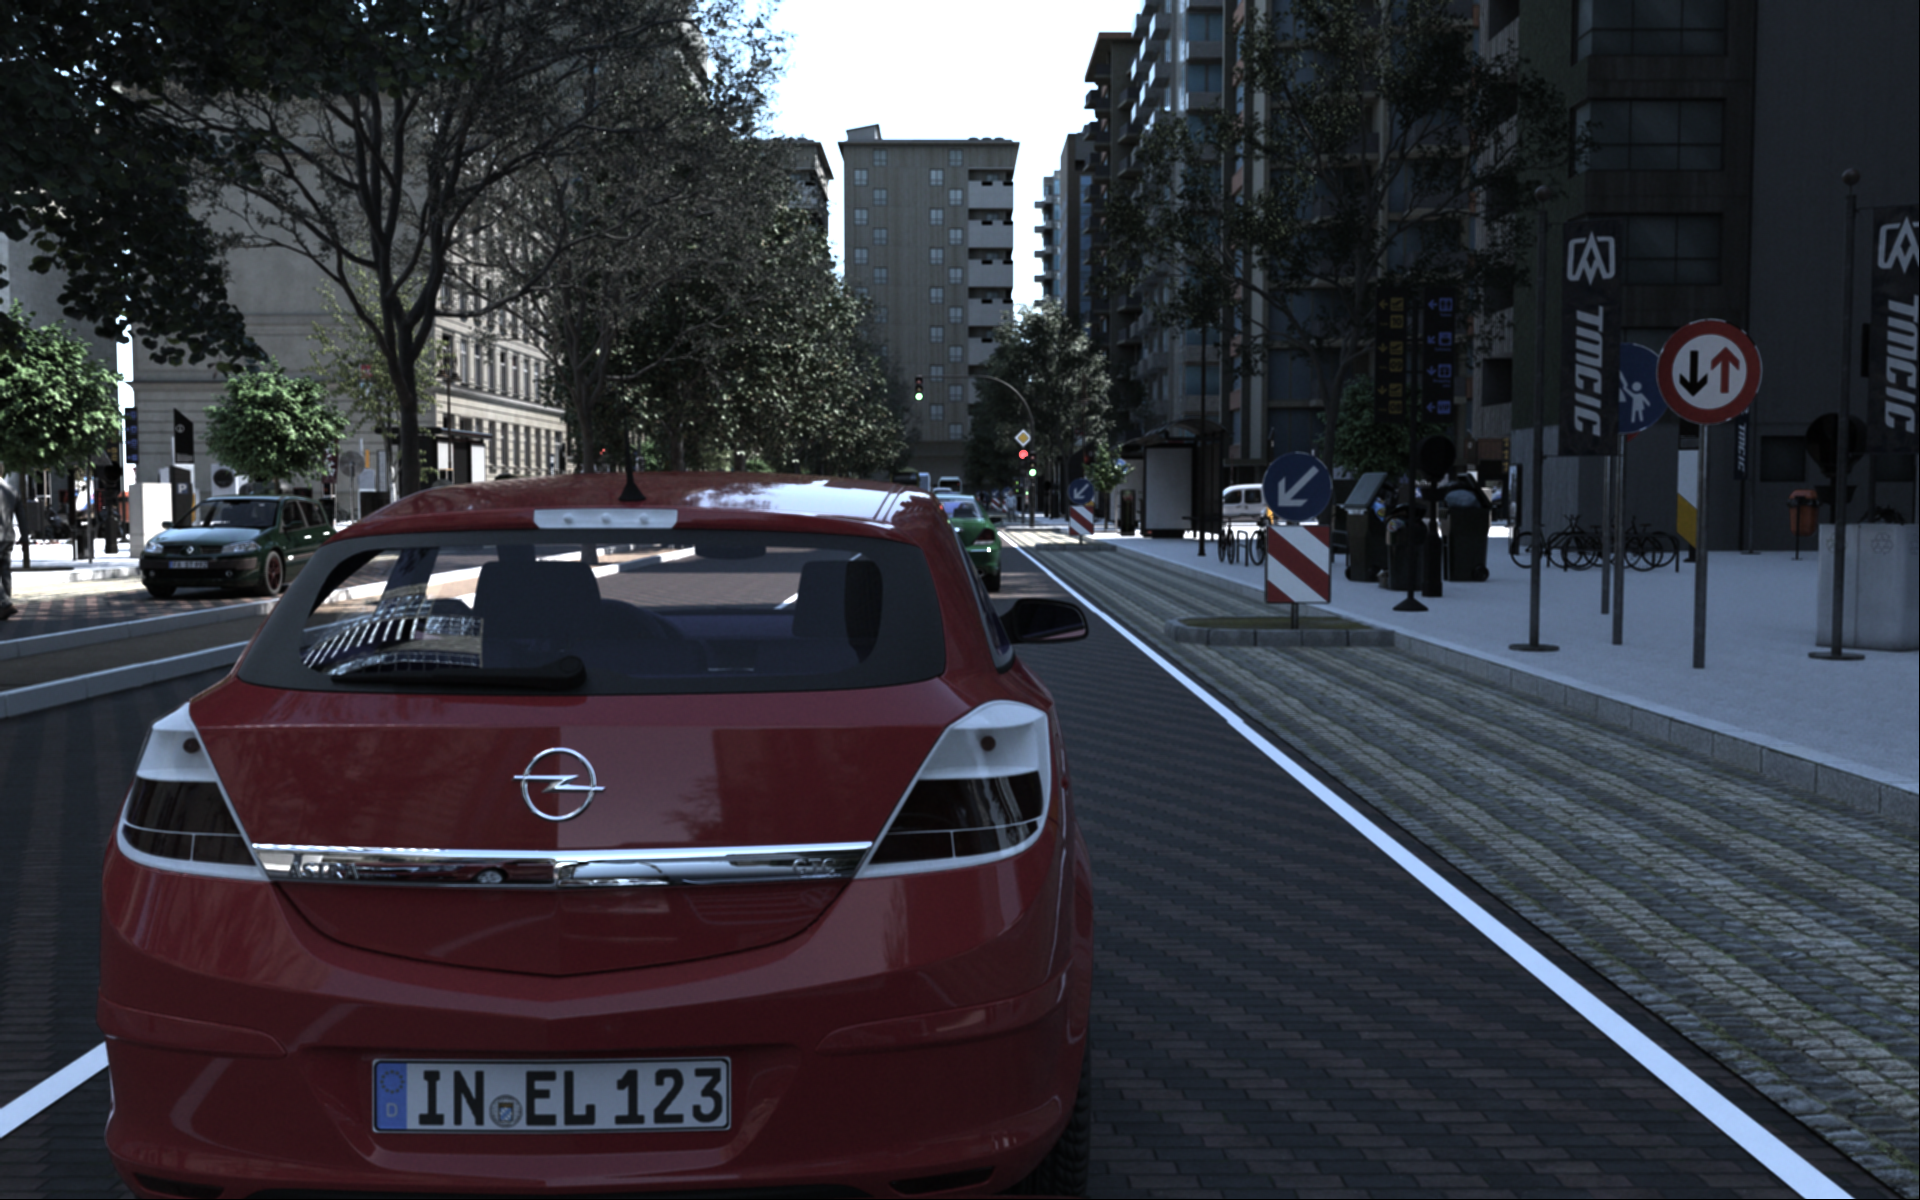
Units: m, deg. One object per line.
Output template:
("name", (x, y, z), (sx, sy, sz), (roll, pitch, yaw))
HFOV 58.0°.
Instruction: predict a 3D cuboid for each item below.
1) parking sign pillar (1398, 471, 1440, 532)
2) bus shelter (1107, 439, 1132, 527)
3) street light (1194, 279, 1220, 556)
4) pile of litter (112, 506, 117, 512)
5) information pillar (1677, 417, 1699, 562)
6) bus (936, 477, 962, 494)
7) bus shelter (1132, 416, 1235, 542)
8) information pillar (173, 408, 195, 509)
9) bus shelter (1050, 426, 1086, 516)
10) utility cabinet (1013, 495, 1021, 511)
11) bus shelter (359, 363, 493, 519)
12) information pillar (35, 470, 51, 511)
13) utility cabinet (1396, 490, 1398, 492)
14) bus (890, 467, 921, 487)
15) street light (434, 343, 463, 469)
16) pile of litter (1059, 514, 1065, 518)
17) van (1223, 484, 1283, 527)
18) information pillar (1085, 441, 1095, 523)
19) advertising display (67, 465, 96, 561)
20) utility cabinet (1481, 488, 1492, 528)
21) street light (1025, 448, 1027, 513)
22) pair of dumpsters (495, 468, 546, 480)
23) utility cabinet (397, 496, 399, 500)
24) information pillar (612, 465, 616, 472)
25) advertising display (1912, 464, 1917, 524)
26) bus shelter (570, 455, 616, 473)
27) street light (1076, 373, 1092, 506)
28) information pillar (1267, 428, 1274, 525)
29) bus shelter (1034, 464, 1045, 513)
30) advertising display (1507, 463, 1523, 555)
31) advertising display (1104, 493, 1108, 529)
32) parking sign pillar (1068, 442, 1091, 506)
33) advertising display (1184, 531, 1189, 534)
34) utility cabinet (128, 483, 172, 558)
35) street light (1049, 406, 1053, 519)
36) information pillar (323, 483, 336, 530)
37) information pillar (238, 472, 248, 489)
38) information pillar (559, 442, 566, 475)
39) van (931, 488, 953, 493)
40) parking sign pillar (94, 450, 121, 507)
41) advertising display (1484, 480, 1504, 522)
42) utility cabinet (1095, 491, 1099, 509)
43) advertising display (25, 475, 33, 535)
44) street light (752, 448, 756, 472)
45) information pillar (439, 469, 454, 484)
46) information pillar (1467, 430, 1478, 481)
("parking sign pillar", (15.575, -4.304, 58.846), (1.447, 3.967, 1.447), (2, 4, 27))
("bus shelter", (6.528, -4.314, 64.453), (2.014, 3.302, 5.546), (0, 4, 0))
("street light", (5.026, -3.856, 35.830), (0.468, 5.910, 1.993), (0, 4, 0))
("pile of litter", (-32.394, -3.180, 65.951), (1.176, 0.858, 1.719), (3, 5, 44))
("information pillar", (13.753, -2.518, 32.519), (0.504, 3.616, 0.183), (3, 5, 44))
("bus", (-1.179, -12.210, 194.492), (2.948, 3.499, 13.247), (0, 4, -1))
("bus shelter", (6.127, -3.299, 47.858), (2.014, 3.302, 5.546), (0, 3, 0))
("information pillar", (-21.117, -3.412, 47.141), (0.504, 3.616, 0.183), (-3, 4, -38))
("bus shelter", (6.388, -7.494, 100.160), (2.179, 5.291, 8.768), (0, 4, 0))
("utility cabinet", (4.456, -7.427, 132.600), (1.020, 1.237, 0.306), (2, 4, 27))
("bus shelter", (-17.243, -4.768, 55.596), (2.179, 5.291, 8.768), (0, 3, 0))
("information pillar", (-26.931, -2.837, 50.882), (0.304, 2.012, 0.304), (0, 4, -1))
("utility cabinet", (20.008, -4.336, 79.574), (1.173, 1.500, 0.318), (2, 4, 33))
("bus", (-5.020, -10.253, 159.185), (2.896, 3.916, 12.252), (0, 4, -1))
("street light", (-15.662, -4.914, 53.136), (0.468, 5.910, 1.993), (0, 4, 0))
("pile of litter", (6.022, -4.897, 94.033), (1.176, 0.858, 1.719), (-2, 4, -26))
("van", (11.316, -3.940, 71.426), (4.112, 2.044, 2.013), (0, 4, 0))
("information pillar", (5.762, -5.245, 77.105), (0.504, 3.616, 0.183), (2, 4, 27))
("advertising display", (-17.101, -1.745, 33.747), (0.123, 1.923, 0.974), (0, 4, -5))
("utility cabinet", (19.117, -3.393, 64.159), (1.173, 1.500, 0.318), (-1, 4, -22))
("street light", (4.516, -8.926, 118.730), (0.468, 5.910, 1.993), (0, 4, 0))
("pair of dumpsters", (-16.126, -3.744, 63.708), (1.574, 2.255, 4.437), (0, 4, 0))
("utility cabinet", (-40.419, -6.939, 124.621), (1.020, 1.237, 0.306), (2, 4, 27))
("information pillar", (-18.852, -6.289, 94.179), (0.183, 3.616, 0.504), (1, 4, 23))
("advertising display", (20.722, -1.924, 36.676), (0.974, 1.923, 0.123), (1, 4, 14))
("bus shelter", (-16.445, -5.277, 80.198), (2.014, 3.302, 5.546), (0, 4, 0))
("street light", (4.725, -5.712, 66.183), (0.468, 5.910, 1.993), (0, 4, 0))
("information pillar", (11.015, -4.288, 61.469), (0.183, 3.616, 0.504), (2, 4, 27))
("bus shelter", (6.194, -8.991, 124.631), (2.179, 5.291, 8.768), (0, 4, 0))
("advertising display", (11.759, -1.927, 36.719), (0.123, 1.923, 0.974), (0, 4, 7))
("advertising display", (5.362, -3.564, 63.482), (0.123, 1.923, 0.974), (0, 4, 4))
("parking sign pillar", (6.043, -6.050, 87.397), (1.447, 3.967, 1.447), (-1, 4, -10))
("advertising display", (7.102, -3.086, 55.664), (0.123, 1.923, 0.974), (-2, 4, -27))
("utility cabinet", (-16.299, -1.601, 34.862), (0.318, 1.500, 1.173), (0, 4, 2))
("street light", (4.648, -7.047, 88.006), (0.468, 5.910, 1.993), (0, 4, 0))
("information pillar", (-20.694, -3.201, 56.828), (0.304, 2.012, 0.304), (0, 4, 3))
("information pillar", (-31.244, -5.156, 75.653), (0.504, 3.616, 0.183), (-2, 4, -25))
("information pillar", (-17.966, -5.322, 78.371), (0.183, 3.616, 0.504), (1, 4, 10))
("van", (-1.190, -6.448, 112.434), (2.013, 2.044, 4.112), (0, 4, -2))
("parking sign pillar", (-42.754, -6.008, 86.707), (1.447, 3.967, 1.447), (2, 4, 28))
("advertising display", (24.823, -4.607, 80.544), (0.123, 1.923, 0.974), (-3, 5, -39))
("utility cabinet", (9.339, -6.984, 122.872), (1.173, 1.500, 0.318), (-1, 4, -14))
("advertising display", (-29.220, -3.003, 54.319), (0.123, 1.923, 0.974), (-3, 4, -37))
("street light", (-16.083, -10.002, 136.313), (0.468, 5.910, 1.993), (0, 4, 0))
("information pillar", (-15.168, -2.855, 51.170), (0.304, 2.012, 0.304), (2, 4, 24))
("information pillar", (18.655, -4.390, 63.133), (0.183, 3.616, 0.504), (-2, 4, -24))
